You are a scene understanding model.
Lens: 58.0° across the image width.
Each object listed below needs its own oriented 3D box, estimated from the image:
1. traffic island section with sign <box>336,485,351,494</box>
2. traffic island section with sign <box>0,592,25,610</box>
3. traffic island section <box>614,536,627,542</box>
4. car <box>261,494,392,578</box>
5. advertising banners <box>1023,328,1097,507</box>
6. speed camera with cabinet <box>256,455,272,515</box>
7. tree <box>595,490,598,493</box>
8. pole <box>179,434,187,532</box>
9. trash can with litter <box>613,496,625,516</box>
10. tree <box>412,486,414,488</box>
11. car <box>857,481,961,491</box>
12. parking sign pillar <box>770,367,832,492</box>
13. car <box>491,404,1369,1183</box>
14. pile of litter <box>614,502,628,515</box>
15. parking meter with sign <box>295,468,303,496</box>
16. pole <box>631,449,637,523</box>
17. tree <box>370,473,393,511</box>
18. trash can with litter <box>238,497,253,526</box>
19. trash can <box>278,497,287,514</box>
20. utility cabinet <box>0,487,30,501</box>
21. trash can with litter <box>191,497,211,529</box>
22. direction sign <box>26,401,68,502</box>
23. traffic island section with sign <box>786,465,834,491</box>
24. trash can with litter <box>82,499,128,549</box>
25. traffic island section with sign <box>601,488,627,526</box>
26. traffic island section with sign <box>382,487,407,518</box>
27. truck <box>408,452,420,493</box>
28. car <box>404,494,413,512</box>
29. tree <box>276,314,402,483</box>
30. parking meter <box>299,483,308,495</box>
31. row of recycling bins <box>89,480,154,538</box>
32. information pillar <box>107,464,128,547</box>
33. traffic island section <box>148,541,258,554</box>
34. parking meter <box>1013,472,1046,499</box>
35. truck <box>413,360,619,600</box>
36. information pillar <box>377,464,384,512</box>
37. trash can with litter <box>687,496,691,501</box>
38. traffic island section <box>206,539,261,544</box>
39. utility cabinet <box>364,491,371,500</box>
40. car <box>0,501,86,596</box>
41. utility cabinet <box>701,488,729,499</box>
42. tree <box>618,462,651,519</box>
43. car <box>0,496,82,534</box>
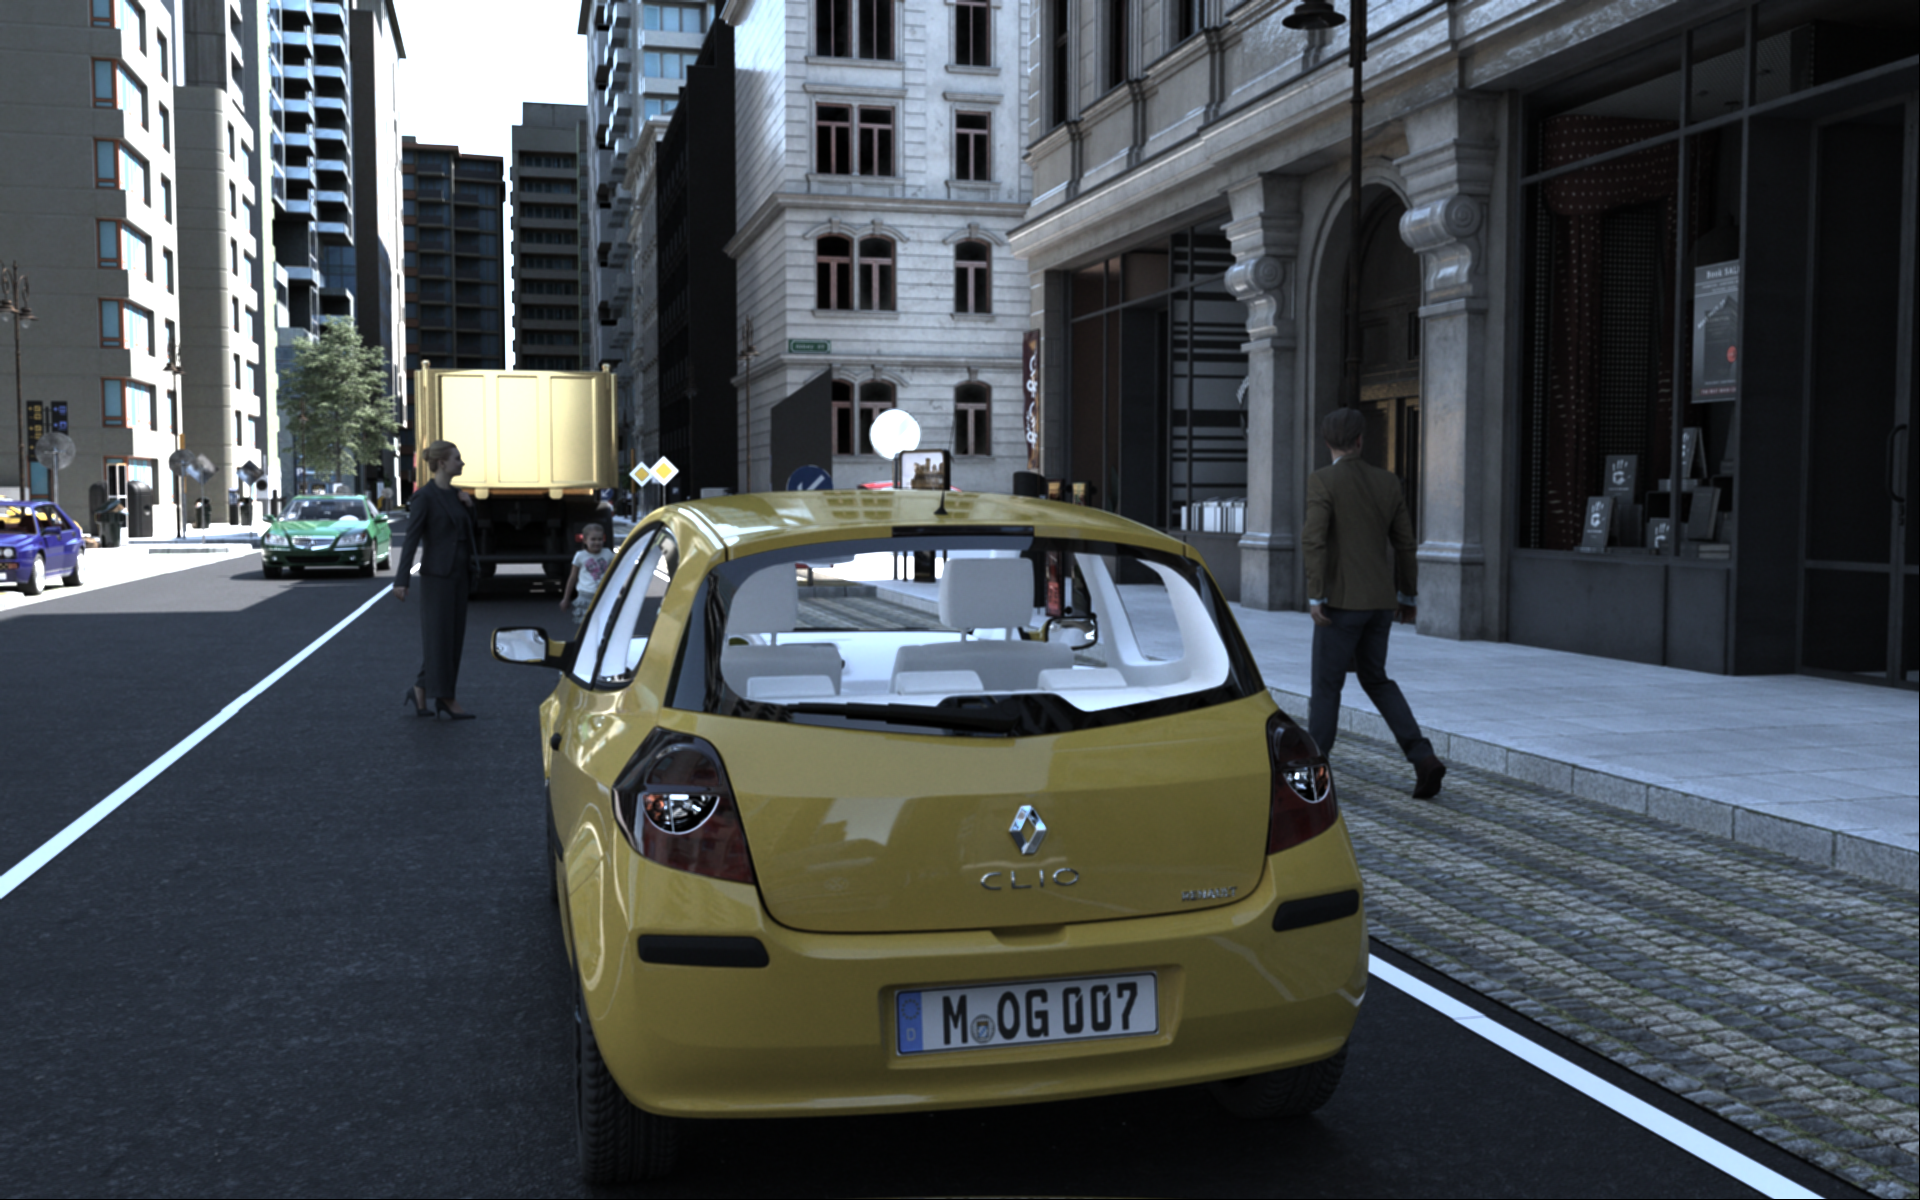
[{"bbox_3d":[-26.810,-4.088,75.461,1.989,1.847,2.006,-1,4,-14],"label":"traffic island section with sign"},{"bbox_3d":[-12.899,-0.792,21.582,1.989,1.847,2.006,-1,4,-14],"label":"traffic island section with sign"},{"bbox_3d":[-9.745,-1.896,53.282,2.009,0.180,2.903,-1,4,-14],"label":"traffic island section"},{"bbox_3d":[-11.377,-1.193,31.302,2.131,1.459,4.920,-1,4,-13],"label":"car"},{"bbox_3d":[0.995,-1.326,17.874,0.090,3.025,2.074,-1,4,-17],"label":"advertising banners"},{"bbox_3d":[-36.053,-5.725,87.935,2.038,3.252,0.660,0,4,-3],"label":"speed camera with cabinet"},{"bbox_3d":[-29.166,-8.713,137.052,1.663,3.219,1.824,0,3,0],"label":"tree"},{"bbox_3d":[-26.251,-3.955,58.513,0.158,3.312,0.155,0,3,0],"label":"pole"},{"bbox_3d":[-19.725,-5.398,99.652,1.055,1.170,0.624,-1,4,-19],"label":"trash can with litter"},{"bbox_3d":[-57.336,-11.612,184.463,1.663,3.219,1.824,0,3,0],"label":"tree"},{"bbox_3d":[-0.814,-2.540,50.208,5.304,1.827,2.281,-1,4,-16],"label":"car"},{"bbox_3d":[-3.395,-2.968,36.994,1.447,3.967,1.447,-1,4,-10],"label":"parking sign pillar"},{"bbox_3d":[-0.359,0.309,5.176,2.015,1.641,3.980,-1,4,-15],"label":"car"},{"bbox_3d":[-20.622,-5.564,104.930,1.719,0.858,1.176,1,4,18],"label":"pile of litter"},{"bbox_3d":[-43.288,-7.182,113.681,0.543,3.016,1.738,-1,4,-21],"label":"parking meter with sign"},{"bbox_3d":[-14.638,-5.128,77.685,0.158,3.312,0.155,0,3,0],"label":"pole"},{"bbox_3d":[-45.277,-8.621,135.553,1.663,3.219,1.824,0,3,0],"label":"tree"},{"bbox_3d":[-28.547,-3.527,69.056,0.624,1.170,1.055,-2,4,-32],"label":"trash can with litter"},{"bbox_3d":[-36.116,-4.915,92.006,0.748,1.137,0.748,0,3,0],"label":"trash can"},{"bbox_3d":[-29.752,-2.784,54.197,1.173,1.500,0.318,0,4,1],"label":"utility cabinet"},{"bbox_3d":[-27.732,-3.162,63.093,1.055,1.170,0.624,3,5,42],"label":"trash can with litter"},{"bbox_3d":[-22.189,-3.070,42.191,0.876,3.537,0.379,-2,4,-25],"label":"direction sign"},{"bbox_3d":[-2.351,-0.978,24.613,1.989,1.847,2.006,-1,4,-14],"label":"traffic island section with sign"},{"bbox_3d":[-20.114,-1.785,40.580,0.624,1.170,1.055,2,4,28],"label":"trash can with litter"},{"bbox_3d":[-15.907,-4.188,77.101,1.989,1.847,2.006,-1,4,-14],"label":"traffic island section with sign"},{"bbox_3d":[-33.687,-5.716,102.089,1.989,1.847,2.006,-1,4,-14],"label":"traffic island section with sign"},{"bbox_3d":[-29.686,-6.719,98.763,2.839,4.237,11.283,-1,4,-14],"label":"truck"},{"bbox_3d":[-42.993,-7.801,137.334,2.009,1.686,4.222,-1,4,-14],"label":"car"},{"bbox_3d":[-39.266,-11.691,109.268,7.486,12.596,7.792,0,3,0],"label":"tree"},{"bbox_3d":[-33.741,-5.098,89.062,0.255,1.863,0.399,2,4,26],"label":"parking meter"},{"bbox_3d":[-24.994,-2.714,51.494,1.069,1.692,3.534,-3,5,-43],"label":"row of recycling bins"},{"bbox_3d":[-20.450,-2.297,42.049,0.304,2.012,0.304,1,4,16],"label":"information pillar"},{"bbox_3d":[-18.682,-1.251,42.740,2.009,0.180,2.903,-1,4,-14],"label":"traffic island section"},{"bbox_3d":[0.789,-0.691,19.708,0.372,1.533,0.369,0,3,0],"label":"parking meter"},{"bbox_3d":[-6.928,-1.908,27.115,3.469,3.379,9.791,-1,4,-14],"label":"truck"},{"bbox_3d":[-41.056,-8.032,122.676,0.504,3.616,0.183,-3,5,-44],"label":"information pillar"},{"bbox_3d":[-10.941,-3.587,69.698,1.678,1.210,2.233,-1,4,-12],"label":"trash can with litter"},{"bbox_3d":[-20.680,-1.724,50.472,2.009,0.180,2.903,-1,4,-14],"label":"traffic island section"},{"bbox_3d":[-41.079,-6.819,120.166,0.318,1.500,1.173,-1,4,-9],"label":"utility cabinet"},{"bbox_3d":[-14.046,-0.775,25.251,1.945,1.354,3.894,-1,4,-15],"label":"car"},{"bbox_3d":[-8.938,-3.326,63.052,1.173,1.500,0.318,3,4,39],"label":"utility cabinet"},{"bbox_3d":[-16.987,-5.873,90.628,1.663,3.219,1.824,0,3,0],"label":"tree"},{"bbox_3d":[-24.512,-2.062,43.940,3.980,1.641,2.015,-1,4,-15],"label":"car"}]
